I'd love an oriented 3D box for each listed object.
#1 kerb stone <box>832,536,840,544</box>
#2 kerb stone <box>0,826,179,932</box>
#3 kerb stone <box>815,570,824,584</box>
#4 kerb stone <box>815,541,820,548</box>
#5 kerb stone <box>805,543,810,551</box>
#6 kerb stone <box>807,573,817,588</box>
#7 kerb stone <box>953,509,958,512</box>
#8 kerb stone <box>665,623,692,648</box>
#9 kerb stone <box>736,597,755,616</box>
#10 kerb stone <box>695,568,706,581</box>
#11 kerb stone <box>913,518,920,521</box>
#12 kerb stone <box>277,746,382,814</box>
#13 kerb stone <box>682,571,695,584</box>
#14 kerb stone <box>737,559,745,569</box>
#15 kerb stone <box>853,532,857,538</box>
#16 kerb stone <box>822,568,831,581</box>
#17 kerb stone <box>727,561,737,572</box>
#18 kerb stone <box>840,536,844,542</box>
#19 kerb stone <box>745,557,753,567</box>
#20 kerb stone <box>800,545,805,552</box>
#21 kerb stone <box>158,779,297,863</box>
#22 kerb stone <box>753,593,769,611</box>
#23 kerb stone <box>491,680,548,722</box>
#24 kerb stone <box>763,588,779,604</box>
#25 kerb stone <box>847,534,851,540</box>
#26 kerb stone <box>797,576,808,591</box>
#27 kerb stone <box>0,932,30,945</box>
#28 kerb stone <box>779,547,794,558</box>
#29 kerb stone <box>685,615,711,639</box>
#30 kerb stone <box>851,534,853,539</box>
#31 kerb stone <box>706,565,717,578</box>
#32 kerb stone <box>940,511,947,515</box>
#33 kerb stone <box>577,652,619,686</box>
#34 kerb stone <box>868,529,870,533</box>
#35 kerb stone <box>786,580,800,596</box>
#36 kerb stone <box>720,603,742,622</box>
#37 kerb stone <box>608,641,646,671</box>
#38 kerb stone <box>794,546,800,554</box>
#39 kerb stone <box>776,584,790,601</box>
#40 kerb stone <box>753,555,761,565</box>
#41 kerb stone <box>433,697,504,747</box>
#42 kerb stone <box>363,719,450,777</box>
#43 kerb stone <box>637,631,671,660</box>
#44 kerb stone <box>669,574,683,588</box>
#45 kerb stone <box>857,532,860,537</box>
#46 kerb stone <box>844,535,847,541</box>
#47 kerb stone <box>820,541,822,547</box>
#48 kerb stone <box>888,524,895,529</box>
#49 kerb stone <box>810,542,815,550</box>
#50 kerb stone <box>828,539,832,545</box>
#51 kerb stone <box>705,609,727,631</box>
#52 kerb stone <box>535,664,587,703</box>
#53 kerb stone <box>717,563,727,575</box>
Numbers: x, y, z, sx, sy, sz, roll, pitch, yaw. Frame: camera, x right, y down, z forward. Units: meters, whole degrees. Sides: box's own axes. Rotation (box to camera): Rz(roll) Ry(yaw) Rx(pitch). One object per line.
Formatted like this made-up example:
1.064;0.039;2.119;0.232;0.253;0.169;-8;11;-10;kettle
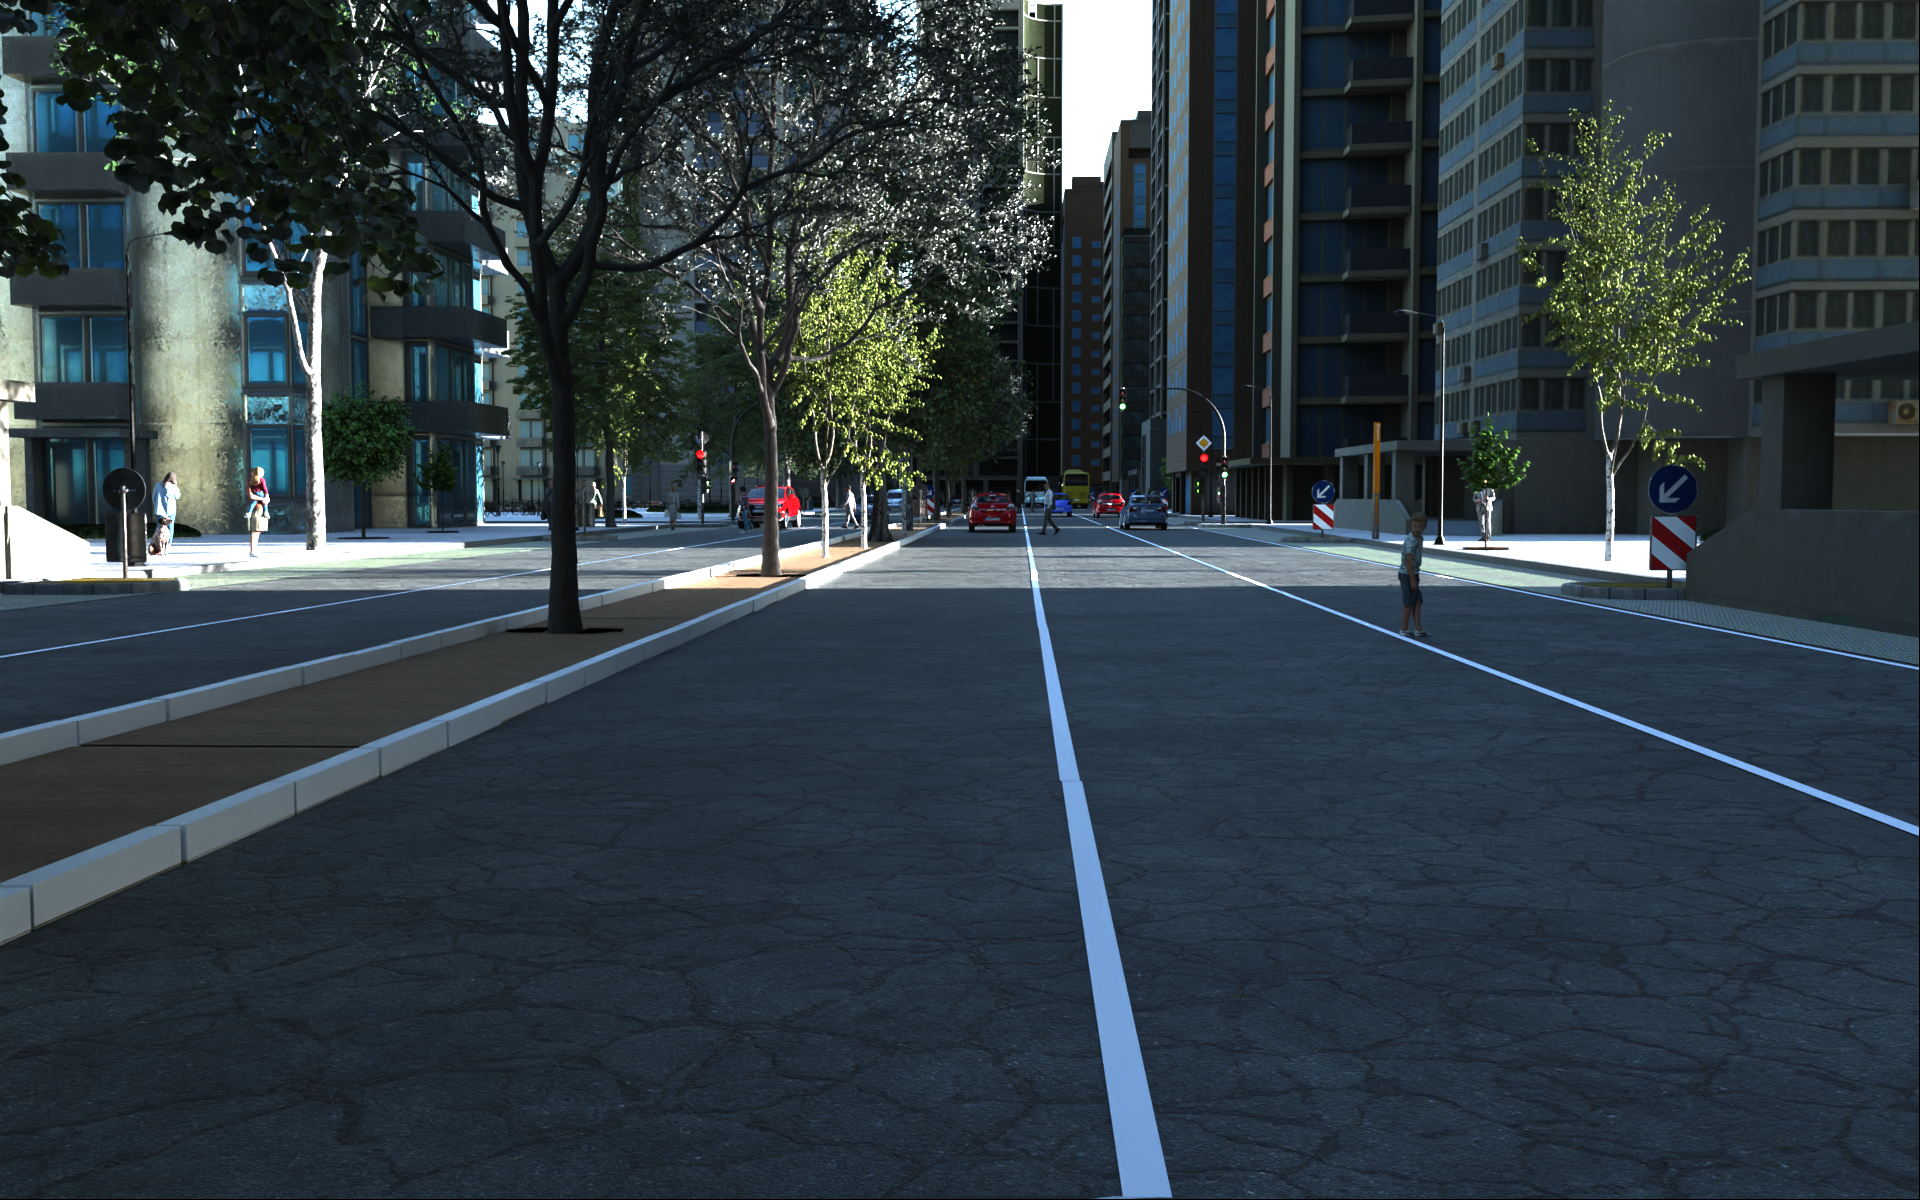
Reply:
-3.662;-1.711;50.262;0.120;0.150;1.000;0;4;2;kerb stone
-3.087;0.979;6.194;0.120;0.150;1.000;0;4;2;kerb stone
-2.339;-0.337;27.709;0.120;0.150;1.000;0;4;2;kerb stone
-3.843;-1.404;45.152;0.120;0.150;1.000;0;4;2;kerb stone
-3.911;-1.279;43.104;0.120;0.150;1.000;0;4;2;kerb stone
-2.368;-0.273;26.683;0.120;0.150;1.000;0;4;2;kerb stone
-0.430;-7.451;144.058;0.120;0.150;1.000;0;4;2;kerb stone
-2.724;0.357;16.440;0.120;0.150;1.000;0;4;2;kerb stone
-2.594;0.104;20.540;0.120;0.150;1.000;0;4;2;kerb stone
-4.405;-0.396;28.763;0.120;0.150;1.000;0;4;2;kerb stone
-2.263;-4.196;90.795;0.120;0.150;1.000;0;4;2;kerb stone
-3.012;0.855;8.249;0.120;0.150;1.000;0;4;2;kerb stone
-4.440;-0.339;27.741;0.120;0.150;1.000;0;4;2;kerb stone
-4.261;-0.652;32.856;0.120;0.150;1.000;0;4;2;kerb stone
-3.491;-2.029;55.377;0.120;0.150;1.000;0;4;2;kerb stone
-2.302;-0.400;28.734;0.120;0.150;1.000;0;4;2;kerb stone
-4.293;-0.590;31.834;0.120;0.150;1.000;0;4;2;kerb stone
-3.630;-1.779;51.283;0.120;0.150;1.000;0;4;2;kerb stone
-4.230;-0.715;33.886;0.120;0.150;1.000;0;4;2;kerb stone
-3.949;-1.213;42.078;0.120;0.150;1.000;0;4;2;kerb stone
-3.044;0.916;7.223;0.120;0.150;1.000;0;4;2;kerb stone
-2.544;0.044;21.561;0.120;0.150;1.000;0;4;2;kerb stone
-2.910;0.668;11.327;0.120;0.150;1.000;0;4;2;kerb stone
-2.518;-0.020;22.594;0.120;0.150;1.000;0;4;2;kerb stone
-3.551;-1.904;53.325;0.120;0.150;1.000;0;4;2;kerb stone
-2.404;-0.212;25.662;0.120;0.150;1.000;0;4;2;kerb stone
-3.117;1.045;5.167;0.120;0.150;1.000;0;4;2;kerb stone
-4.016;-1.091;40.031;0.120;0.150;1.000;0;4;2;kerb stone
-2.688;0.292;17.461;0.120;0.150;1.000;0;4;2;kerb stone
-3.532;-1.966;54.347;0.120;0.150;1.000;0;4;2;kerb stone
-4.362;-0.464;29.783;0.120;0.150;1.000;0;4;2;kerb stone
-1.136;-6.197;123.565;0.120;0.150;1.000;0;4;2;kerb stone
-2.830;0.540;13.370;0.120;0.150;1.000;0;4;2;kerb stone
-3.306;-2.342;60.491;0.120;0.150;1.000;0;4;2;kerb stone
-2.442;-0.149;24.639;0.120;0.150;1.000;0;4;2;kerb stone
-2.625;0.164;19.513;0.120;0.150;1.000;0;4;2;kerb stone
-2.797;0.477;14.395;0.120;0.150;1.000;0;4;2;kerb stone
-3.984;-1.150;41.053;0.120;0.150;1.000;0;4;2;kerb stone
-2.476;-0.084;23.618;0.120;0.150;1.000;0;4;2;kerb stone
-4.187;-0.777;34.907;0.120;0.150;1.000;0;4;2;kerb stone
-2.935;0.728;10.301;0.120;0.150;1.000;0;4;2;kerb stone
-2.971;0.791;9.270;0.120;0.150;1.000;0;4;2;kerb stone
-2.759;0.414;15.419;0.120;0.150;1.000;0;4;2;kerb stone
-4.471;-0.276;26.715;0.120;0.150;1.000;0;4;2;kerb stone
-3.448;-2.088;56.398;0.120;0.150;1.000;0;4;2;kerb stone
-3.590;-1.842;52.304;0.120;0.150;1.000;0;4;2;kerb stone
-3.805;-1.467;46.174;0.120;0.150;1.000;0;4;2;kerb stone
-2.847;-3.157;73.815;0.120;0.150;1.000;0;4;2;kerb stone
-3.875;-1.338;44.131;0.120;0.150;1.000;0;4;2;kerb stone
-3.738;-1.590;48.217;0.120;0.150;1.000;0;4;2;kerb stone
-2.655;0.227;18.486;0.120;0.150;1.000;0;4;2;kerb stone
-2.864;0.602;12.348;0.120;0.150;1.000;0;4;2;kerb stone
-4.333;-0.524;30.805;0.120;0.150;1.000;0;4;2;kerb stone
